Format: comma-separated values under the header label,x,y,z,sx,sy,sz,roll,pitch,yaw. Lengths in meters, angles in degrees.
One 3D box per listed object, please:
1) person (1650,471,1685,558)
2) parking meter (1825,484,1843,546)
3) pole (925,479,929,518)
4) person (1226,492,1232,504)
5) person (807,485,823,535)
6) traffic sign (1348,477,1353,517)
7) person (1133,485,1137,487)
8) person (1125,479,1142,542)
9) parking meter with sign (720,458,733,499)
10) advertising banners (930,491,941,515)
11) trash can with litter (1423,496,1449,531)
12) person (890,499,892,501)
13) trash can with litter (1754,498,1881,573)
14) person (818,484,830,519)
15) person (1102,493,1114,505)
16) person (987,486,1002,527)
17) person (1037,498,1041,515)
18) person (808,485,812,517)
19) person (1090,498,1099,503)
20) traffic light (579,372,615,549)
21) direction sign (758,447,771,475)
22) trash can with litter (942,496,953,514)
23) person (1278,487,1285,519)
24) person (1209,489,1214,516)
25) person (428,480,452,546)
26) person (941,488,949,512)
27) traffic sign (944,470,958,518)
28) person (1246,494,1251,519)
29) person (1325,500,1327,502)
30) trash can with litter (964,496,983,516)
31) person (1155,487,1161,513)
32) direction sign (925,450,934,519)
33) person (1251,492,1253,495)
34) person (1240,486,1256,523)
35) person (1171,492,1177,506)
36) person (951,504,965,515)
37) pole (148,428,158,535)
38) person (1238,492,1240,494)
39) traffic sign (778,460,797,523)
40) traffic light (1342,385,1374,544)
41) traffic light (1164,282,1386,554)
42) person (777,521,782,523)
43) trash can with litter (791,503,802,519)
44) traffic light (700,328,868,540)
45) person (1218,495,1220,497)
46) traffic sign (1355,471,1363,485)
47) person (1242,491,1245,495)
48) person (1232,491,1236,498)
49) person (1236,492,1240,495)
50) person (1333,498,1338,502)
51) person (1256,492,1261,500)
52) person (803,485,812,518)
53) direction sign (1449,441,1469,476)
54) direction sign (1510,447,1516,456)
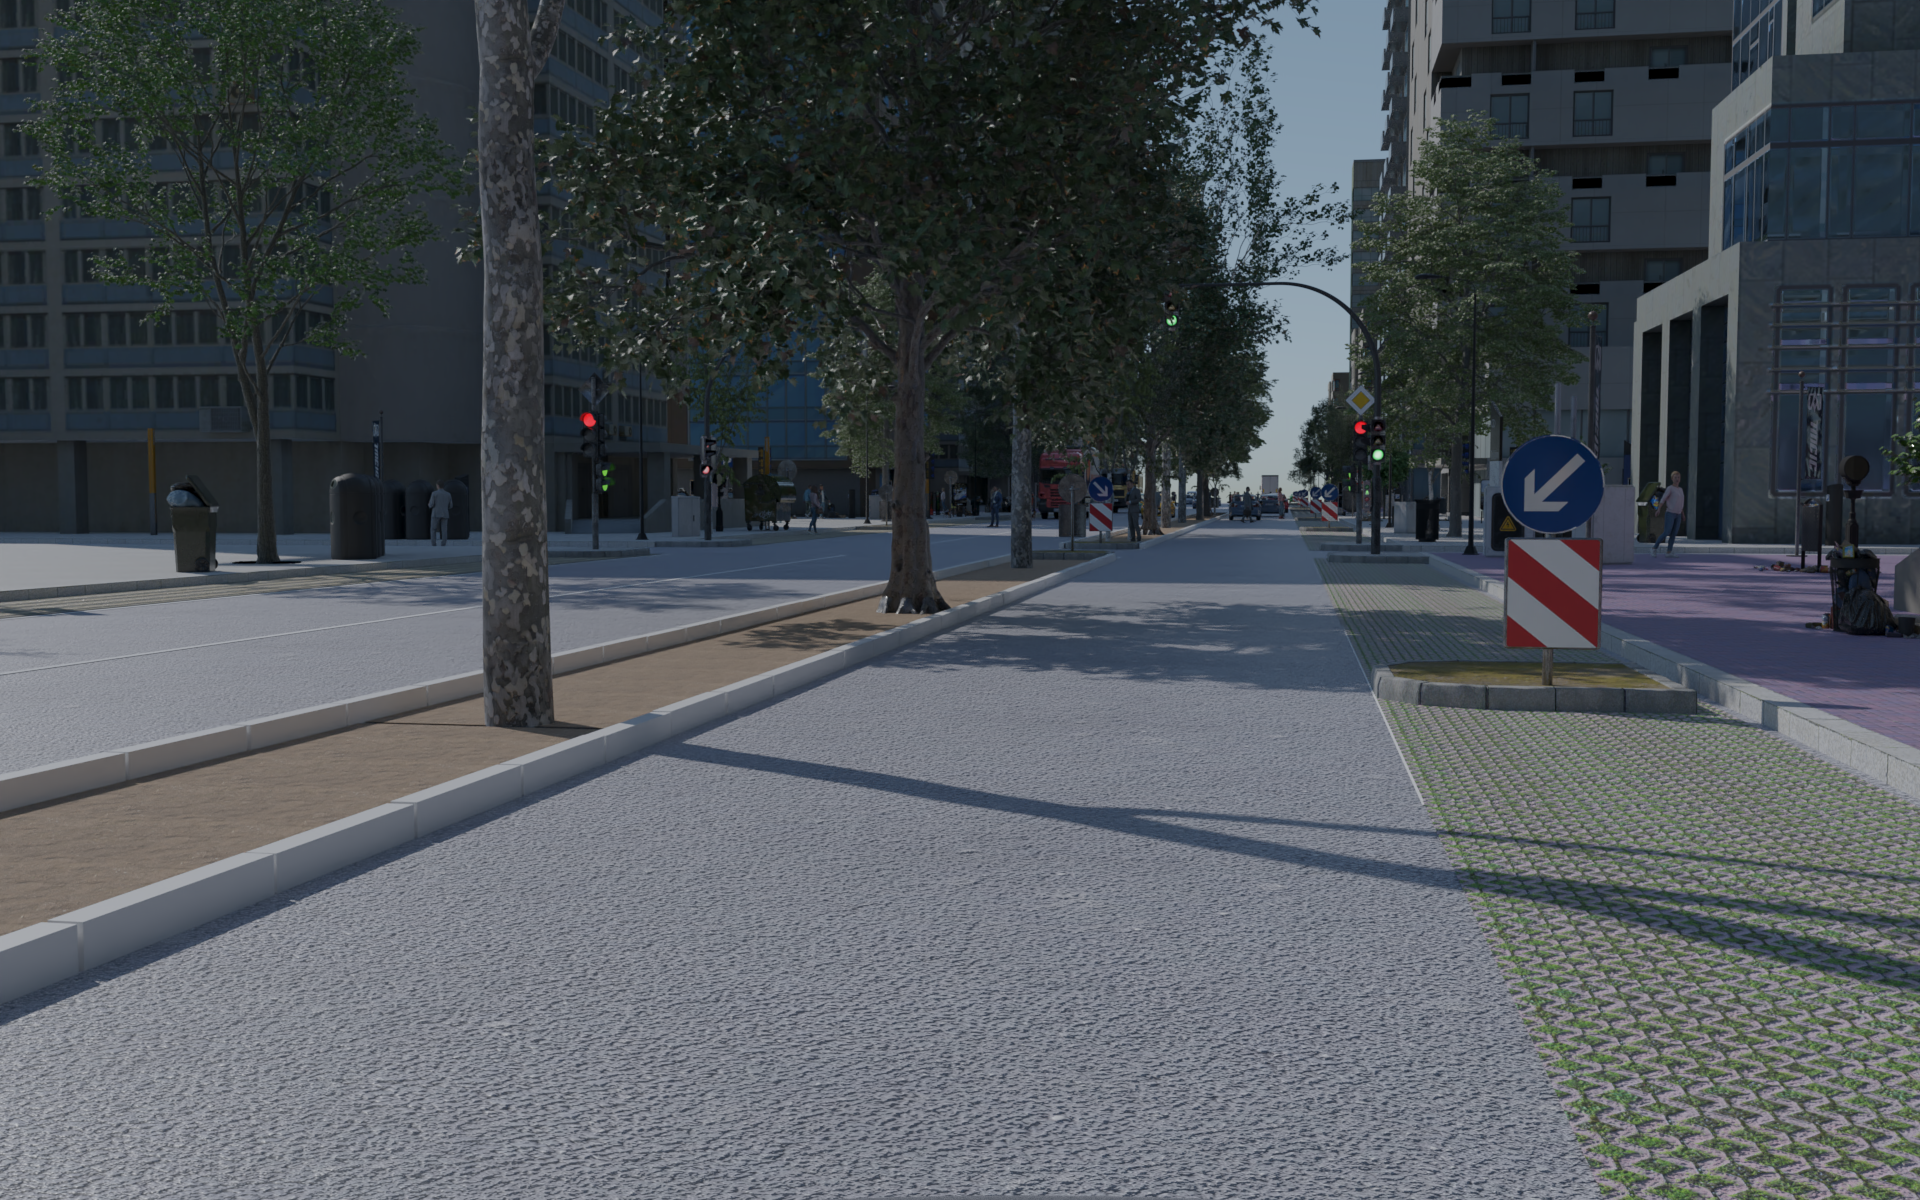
label,x,y,z,sx,sy,sz,roll,pitch,yaw
person,14.232,-1.727,34.958,0.731,1.740,0.598,-3,5,-42
parking meter,21.704,-2.116,43.004,0.372,1.533,0.369,0,3,0
pole,-1.800,-6.161,94.579,0.158,3.312,0.155,0,3,0
person,34.677,-13.054,222.748,1.217,1.723,0.721,-3,4,-38
person,-5.128,-3.154,60.657,0.643,1.750,0.593,-2,4,-29
traffic sign,21.607,-5.826,95.266,0.884,2.594,0.081,1,4,17
person,7.806,-4.237,77.740,0.622,1.834,0.822,3,5,41
person,4.846,-2.472,48.724,0.447,1.846,0.655,-2,4,-27
parking meter with sign,-10.614,-4.919,76.692,0.543,3.016,1.738,1,4,15
advertising banners,-1.724,-6.617,104.377,0.090,3.025,2.074,2,4,31
trash can with litter,16.560,-3.071,61.270,1.678,1.210,2.233,0,4,4
person,-3.789,-5.093,89.983,0.598,1.740,0.731,3,4,37
trash can with litter,14.088,-1.089,28.856,1.678,1.210,2.233,0,4,-3
person,-7.054,-5.003,88.195,0.721,1.781,0.623,2,4,34
person,7.142,-4.596,83.741,0.635,1.810,0.391,1,4,17
person,1.540,-4.066,75.164,0.419,1.800,0.721,-3,5,-42
person,5.594,-6.731,118.407,0.638,1.841,0.748,0,4,-5
person,-8.193,-5.452,95.725,0.519,1.759,0.362,0,4,-2
person,7.798,-5.525,99.326,0.782,1.767,0.515,-2,4,-34
traffic light,-8.430,-3.126,40.028,0.839,4.253,0.868,1,4,11
direction sign,-9.433,-5.611,83.730,0.379,3.537,0.876,3,4,37
trash can with litter,-0.687,-6.174,112.009,1.678,1.210,2.233,2,4,30
person,18.433,-5.565,99.503,0.388,1.821,0.555,2,4,26
person,16.337,-6.420,113.497,0.654,1.822,0.581,0,3,0
person,-13.315,-2.174,44.241,0.583,1.804,0.606,3,5,44
person,-1.072,-7.036,121.759,0.598,1.740,0.731,-1,4,-19
traffic sign,-0.511,-5.660,92.641,0.768,2.556,0.104,1,4,15
person,16.834,-5.653,101.275,0.694,1.780,0.624,3,4,36
person,38.140,-10.643,180.195,0.705,1.807,1.348,1,4,15
trash can with litter,0.770,-5.557,102.249,1.055,1.170,0.624,-3,5,-39
person,9.685,-4.753,86.316,0.635,1.810,0.391,1,4,8
direction sign,-1.566,-5.946,89.216,0.379,3.537,0.876,2,4,31
person,46.566,-16.383,277.063,1.217,1.736,0.721,2,4,26
person,14.394,-4.762,86.461,0.767,1.812,0.694,1,4,13
person,25.848,-12.215,209.009,0.742,1.727,0.445,-2,4,-35
person,-0.128,-6.114,106.231,0.699,1.804,1.509,3,4,38
pole,-25.100,-3.670,53.842,0.158,3.312,0.155,0,3,0
person,38.751,-14.133,240.296,1.217,1.743,0.721,-2,4,-35
traffic sign,-6.410,-3.914,64.102,0.768,2.556,0.104,1,4,16
traffic light,10.301,-3.411,44.691,0.839,4.253,0.868,1,4,11
traffic light,6.766,-3.817,37.082,4.771,5.953,1.251,1,4,11
person,-7.978,-4.268,76.660,0.563,1.720,0.643,2,4,32
trash can with litter,-9.335,-4.799,89.529,2.233,1.210,1.678,0,4,-3
traffic light,-4.895,-4.456,47.531,4.771,5.953,1.251,1,4,11
person,33.478,-13.289,226.497,1.217,1.743,0.721,1,4,20
traffic sign,21.637,-5.748,94.085,0.768,2.556,0.104,1,4,14
person,36.923,-13.241,224.991,1.348,1.824,0.705,0,4,-4
person,29.895,-10.941,187.907,0.750,1.759,0.617,-2,4,-32
person,37.290,-13.661,232.381,0.617,1.759,0.750,0,4,6
person,28.175,-7.546,129.874,0.683,1.767,0.568,1,4,12
person,42.799,-14.693,248.813,1.350,1.814,0.705,1,4,12
person,-8.136,-5.278,92.689,0.444,1.785,0.601,-2,4,-32
direction sign,21.423,-5.041,74.421,0.876,3.537,0.379,2,4,34
direction sign,26.848,-5.582,83.254,0.876,3.537,0.379,2,4,27
